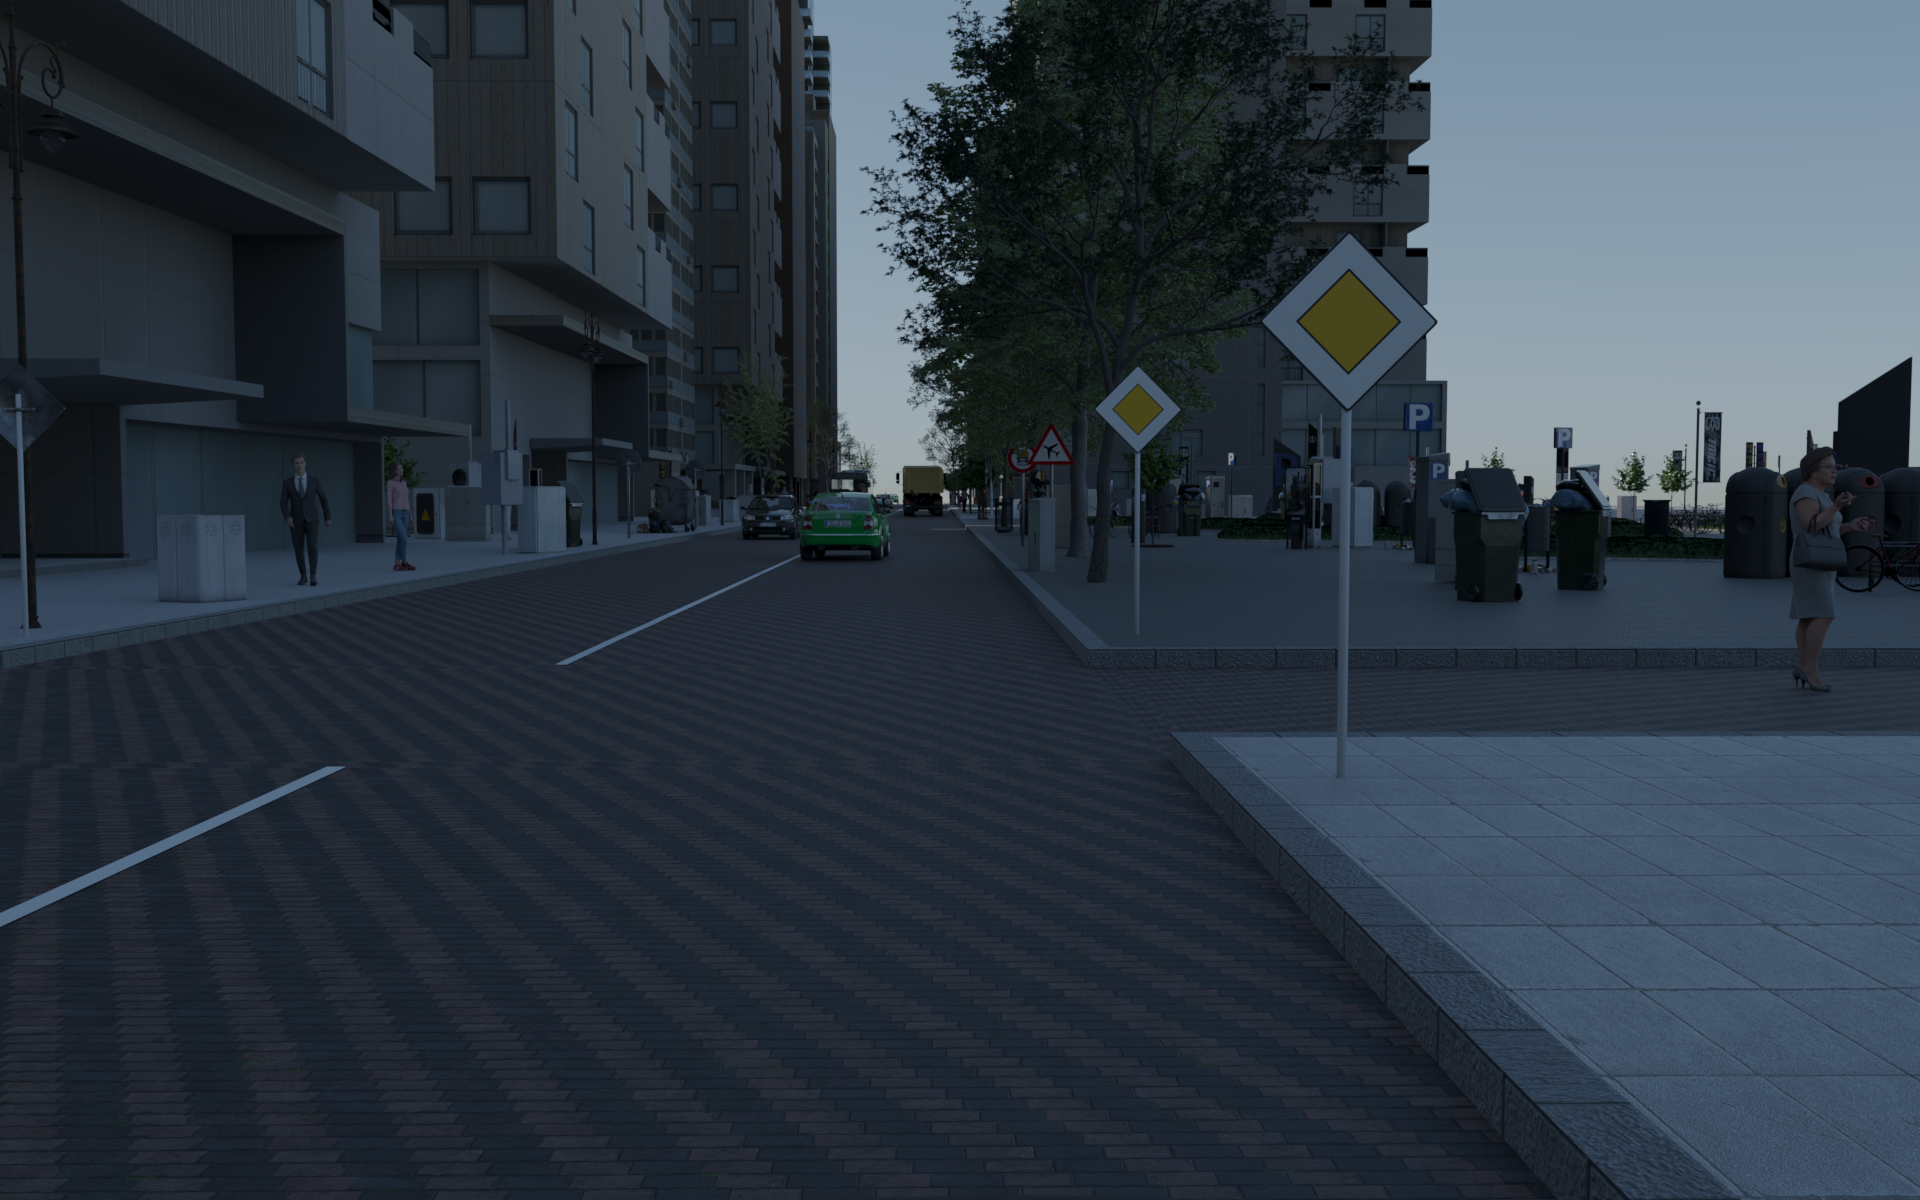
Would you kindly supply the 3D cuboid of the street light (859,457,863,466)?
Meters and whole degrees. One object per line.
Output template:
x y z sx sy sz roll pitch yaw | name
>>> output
-11.581 -14.080 202.989 0.468 5.910 1.993 0 4 -1 | street light

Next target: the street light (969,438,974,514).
0.692 -8.493 111.647 0.468 5.910 1.993 0 4 -1 | street light

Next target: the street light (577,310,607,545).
-9.236 -4.333 43.630 0.468 5.910 1.993 0 4 -1 | street light

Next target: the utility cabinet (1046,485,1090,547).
2.547 -1.999 41.369 0.318 1.500 1.173 -3 4 -36 | utility cabinet

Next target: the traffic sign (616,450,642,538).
-9.626 -3.071 50.315 0.768 2.556 0.104 0 4 6 | traffic sign

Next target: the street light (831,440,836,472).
-10.757 -10.680 147.397 0.468 5.910 1.993 0 4 -1 | street light

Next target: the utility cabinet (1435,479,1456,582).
7.310 -0.990 24.858 0.318 1.500 1.173 -1 4 -20 | utility cabinet

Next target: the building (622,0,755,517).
-28.903 -25.099 102.253 32.217 40.220 23.993 0 4 -1 | building

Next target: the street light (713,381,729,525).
-9.748 -5.998 70.848 0.468 5.910 1.993 0 4 -1 | street light

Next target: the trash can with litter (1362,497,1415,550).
10.401 -1.753 39.721 1.678 1.210 2.233 -1 4 -18 | trash can with litter

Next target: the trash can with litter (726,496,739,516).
-10.753 -4.293 81.577 0.624 1.170 1.055 0 4 2 | trash can with litter

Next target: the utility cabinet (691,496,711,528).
-10.555 -3.628 70.471 1.020 1.237 0.306 3 5 44 | utility cabinet

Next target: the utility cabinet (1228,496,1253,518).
12.131 -3.903 74.969 1.020 1.237 0.306 0 3 0 | utility cabinet

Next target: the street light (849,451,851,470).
-11.193 -12.415 175.770 0.468 5.910 1.993 0 4 -1 | street light

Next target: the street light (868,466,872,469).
-11.969 -15.778 230.756 0.468 5.910 1.993 0 4 -1 | street light

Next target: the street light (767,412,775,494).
-10.057 -7.312 92.334 0.468 5.910 1.993 0 4 -1 | street light

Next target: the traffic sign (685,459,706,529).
-9.736 -3.890 63.700 0.768 2.556 0.104 1 4 9 | traffic sign

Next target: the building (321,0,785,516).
-27.576 -32.944 127.874 28.713 52.752 27.495 0 4 -1 | building

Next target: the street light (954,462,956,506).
-0.072 -11.854 166.592 0.468 5.910 1.993 0 4 -1 | street light

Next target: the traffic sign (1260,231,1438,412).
1.748 -0.340 7.757 0.795 2.593 0.064 0 4 -1 | traffic sign

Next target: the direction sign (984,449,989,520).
1.297 -5.828 87.285 0.379 3.537 0.876 0 4 7 | direction sign

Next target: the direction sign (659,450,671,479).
-15.173 -5.979 89.754 0.876 3.537 0.379 -2 4 -29 | direction sign

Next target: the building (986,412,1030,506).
9.713 -25.295 185.279 14.160 30.474 14.107 0 4 -1 | building

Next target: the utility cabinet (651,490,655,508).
-14.899 -4.712 85.723 0.318 1.500 1.173 -2 4 -35 | utility cabinet

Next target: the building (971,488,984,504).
15.313 -23.923 236.184 27.650 21.520 28.899 0 4 -1 | building

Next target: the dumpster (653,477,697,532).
-9.701 -3.249 58.882 1.264 1.857 1.865 0 4 -1 | dumpster

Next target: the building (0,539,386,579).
-26.036 -26.972 30.230 28.713 52.752 27.495 0 4 -1 | building

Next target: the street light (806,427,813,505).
-10.318 -8.977 119.555 0.468 5.910 1.993 0 4 -1 | street light

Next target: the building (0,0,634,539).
-26.139 -29.139 65.661 28.713 52.752 27.495 0 4 -1 | building

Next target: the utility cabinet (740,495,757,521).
-9.791 -4.284 81.202 1.020 1.237 0.306 1 4 11 | utility cabinet

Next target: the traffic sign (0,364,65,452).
-8.461 -0.821 15.616 0.795 2.593 0.064 0 4 -1 | traffic sign

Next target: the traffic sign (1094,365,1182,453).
1.632 -0.829 15.741 0.795 2.593 0.064 0 4 -1 | traffic sign

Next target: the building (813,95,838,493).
-21.356 -33.516 198.093 14.600 45.320 14.200 0 4 -1 | building

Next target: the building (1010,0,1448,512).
17.534 -32.755 124.776 28.713 52.752 27.495 0 4 -1 | building

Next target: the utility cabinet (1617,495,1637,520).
30.059 -4.091 78.056 1.020 1.237 0.306 -2 4 -31 | utility cabinet

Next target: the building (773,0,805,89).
-20.776 -30.546 149.532 14.600 45.320 14.200 0 4 -1 | building

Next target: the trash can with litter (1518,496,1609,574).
9.893 -1.072 28.580 2.233 1.210 1.678 -2 4 -28 | trash can with litter

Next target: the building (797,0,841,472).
-26.105 -55.453 219.327 22.319 86.520 31.000 0 4 -1 | building

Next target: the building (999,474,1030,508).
19.795 -28.081 150.998 32.217 40.220 23.993 0 4 -1 | building

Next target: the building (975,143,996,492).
12.836 -33.760 206.607 22.147 44.769 28.867 0 4 -1 | building

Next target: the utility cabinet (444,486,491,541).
-13.308 -2.331 46.797 1.173 1.500 0.318 1 4 8 | utility cabinet

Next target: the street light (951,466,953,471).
-0.545 -13.536 194.105 0.468 5.910 1.993 0 4 -1 | street light

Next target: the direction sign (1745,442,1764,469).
34.556 -5.101 75.401 0.876 3.537 0.379 -1 4 -15 | direction sign

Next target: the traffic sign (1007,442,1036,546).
1.543 -2.600 42.613 0.768 2.556 0.104 0 4 5 | traffic sign

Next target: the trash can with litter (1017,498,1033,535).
2.021 -2.602 53.925 0.624 1.170 1.055 0 4 -4 | trash can with litter

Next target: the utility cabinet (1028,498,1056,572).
1.364 -1.100 29.151 0.306 1.237 1.020 0 4 -8 | utility cabinet

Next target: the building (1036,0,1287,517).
11.395 -25.730 104.285 14.154 41.232 14.086 0 4 -1 | building

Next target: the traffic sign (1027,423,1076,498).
1.663 -1.930 31.553 0.884 2.594 0.081 0 4 8 | traffic sign

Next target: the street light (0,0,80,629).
-8.888 -2.667 16.397 0.468 5.910 1.993 0 4 -1 | street light

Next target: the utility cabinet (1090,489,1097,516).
5.733 -4.102 75.744 0.318 1.500 1.173 2 4 29 | utility cabinet

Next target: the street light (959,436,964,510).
0.271 -10.158 138.865 0.468 5.910 1.993 0 4 -1 | street light

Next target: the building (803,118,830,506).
-21.340 -30.586 183.676 14.154 41.232 14.086 0 4 -1 | building
